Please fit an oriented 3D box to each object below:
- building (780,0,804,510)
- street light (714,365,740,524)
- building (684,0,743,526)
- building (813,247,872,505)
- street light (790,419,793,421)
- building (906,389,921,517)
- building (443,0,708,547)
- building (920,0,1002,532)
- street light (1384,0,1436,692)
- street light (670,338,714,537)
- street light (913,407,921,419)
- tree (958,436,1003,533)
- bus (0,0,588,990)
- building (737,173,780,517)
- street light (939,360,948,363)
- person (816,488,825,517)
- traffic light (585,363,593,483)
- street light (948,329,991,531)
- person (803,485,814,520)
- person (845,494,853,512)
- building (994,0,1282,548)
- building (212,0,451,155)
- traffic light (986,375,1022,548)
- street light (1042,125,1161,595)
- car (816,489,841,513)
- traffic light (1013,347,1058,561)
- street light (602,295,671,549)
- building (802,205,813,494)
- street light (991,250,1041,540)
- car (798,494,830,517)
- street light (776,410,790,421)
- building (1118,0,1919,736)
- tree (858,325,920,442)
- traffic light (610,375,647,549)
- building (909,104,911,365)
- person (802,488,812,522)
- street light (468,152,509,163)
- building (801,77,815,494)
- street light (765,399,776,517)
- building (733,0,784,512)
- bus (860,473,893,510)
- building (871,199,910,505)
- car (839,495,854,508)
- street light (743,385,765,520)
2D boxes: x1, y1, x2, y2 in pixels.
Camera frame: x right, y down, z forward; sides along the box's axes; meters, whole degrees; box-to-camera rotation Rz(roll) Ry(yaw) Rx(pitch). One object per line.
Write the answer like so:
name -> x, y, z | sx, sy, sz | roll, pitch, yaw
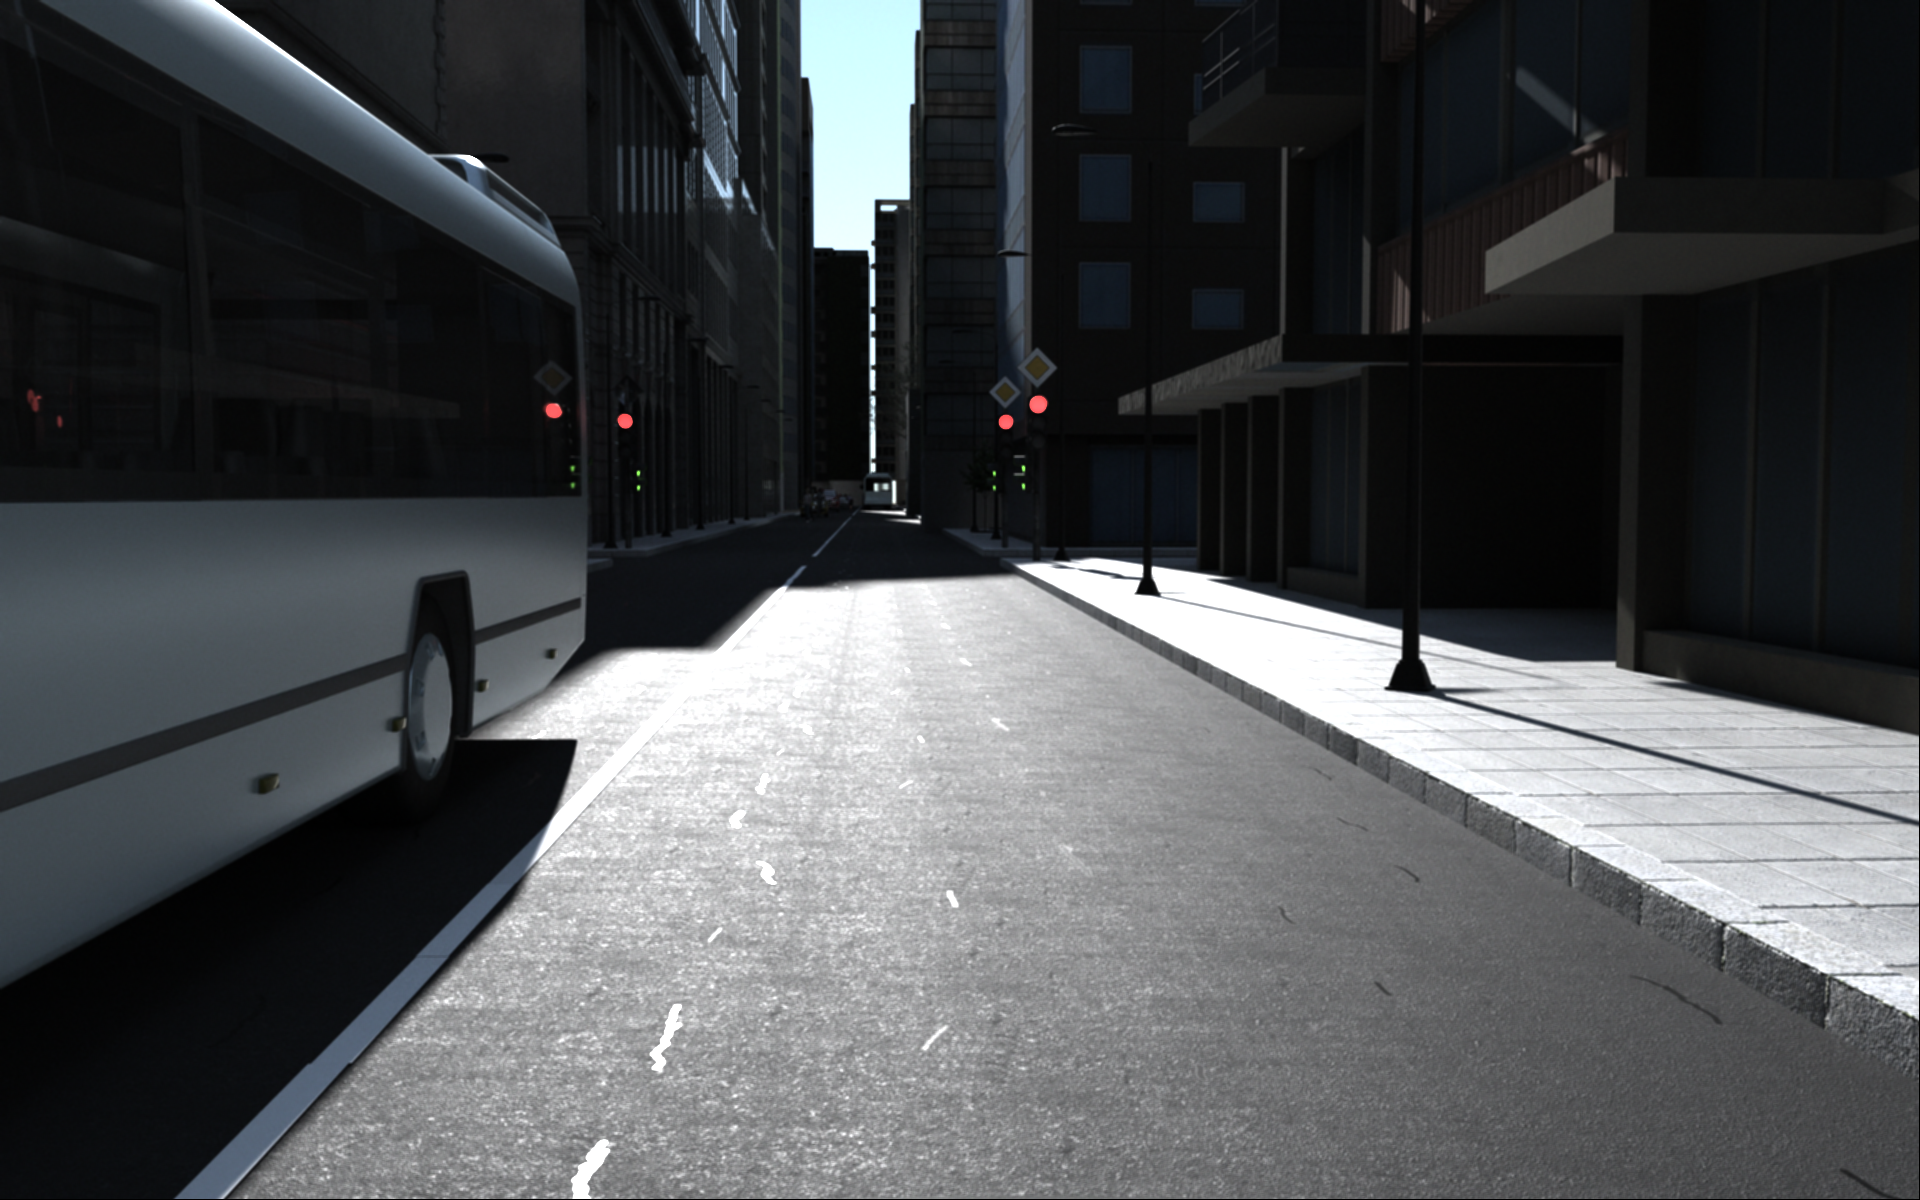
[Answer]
building -> -24.181, -36.781, 143.373 | 21.231, 58.520, 28.212 | 0, 4, -3
street light -> -8.830, -5.494, 62.367 | 1.470, 5.913, 1.316 | 0, 4, -3
building -> -16.672, -18.437, 78.930 | 11.434, 29.767, 29.804 | 0, 4, -3
building -> -17.594, -26.551, 205.805 | 14.107, 30.474, 14.160 | 0, 4, -3
street light -> -11.010, -8.221, 106.954 | 1.470, 5.913, 1.316 | 0, 4, -3
building -> 8.261, -48.122, 99.472 | 22.319, 86.520, 31.000 | 0, 4, -3
building -> -15.357, -12.860, 52.058 | 13.314, 21.916, 24.055 | 0, 4, -3
building -> 5.348, -23.645, 70.184 | 14.154, 41.232, 14.086 | 0, 4, -3
street light -> 2.421, -2.364, 11.197 | 1.470, 5.913, 1.316 | 0, 4, -3
street light -> -8.227, -4.834, 51.583 | 1.470, 5.913, 1.316 | 0, 4, -3
street light -> -1.634, -7.326, 92.316 | 1.470, 5.913, 1.316 | 0, 4, -3
tree -> 0.717, -3.851, 57.566 | 1.663, 3.219, 1.824 | 0, 3, 0
bus -> -3.420, -0.577, 4.302 | 2.948, 3.499, 13.247 | 0, 4, -2
building -> -16.398, -15.156, 102.550 | 10.420, 20.320, 16.860 | 0, 4, -3
street light -> -0.036, -5.346, 59.952 | 1.470, 5.913, 1.316 | 0, 4, -3
person -> -8.540, -5.960, 106.123 | 0.466, 1.800, 0.511 | 1, 4, 10
traffic light -> -7.397, -2.680, 32.742 | 0.839, 4.253, 0.868 | 0, 4, -3
street light -> 0.484, -4.663, 48.774 | 1.470, 5.913, 1.316 | 0, 4, -3
person -> -8.240, -5.288, 94.315 | 0.648, 1.900, 0.474 | 2, 4, 35
person -> -8.749, -7.625, 136.398 | 0.697, 1.427, 0.421 | 0, 4, -2
building -> 8.427, -24.271, 46.942 | 14.200, 45.320, 14.600 | 0, 4, -3
building -> -18.541, -12.092, 26.583 | 19.941, 23.489, 11.050 | 0, 4, -3
traffic light -> 1.052, -3.196, 41.176 | 0.839, 4.253, 0.868 | 0, 4, -3
street light -> 1.858, -3.024, 21.984 | 1.470, 5.913, 1.316 | 0, 4, -3
car -> -10.490, -7.804, 136.265 | 2.281, 1.827, 5.304 | 0, 4, -4
traffic light -> 1.453, -2.708, 33.201 | 0.839, 4.253, 0.868 | 0, 4, -3
street light -> -7.686, -4.163, 40.613 | 1.470, 5.913, 1.316 | 0, 4, -3
building -> -21.790, -24.118, 166.031 | 14.160, 30.474, 14.107 | 0, 4, -3
street light -> 1.418, -3.709, 33.186 | 1.470, 5.913, 1.316 | 0, 4, -3
car -> -9.113, -6.012, 108.512 | 2.015, 1.641, 3.980 | 0, 4, -3
street light -> -10.355, -7.542, 95.846 | 1.470, 5.913, 1.316 | 0, 4, -3
building -> 14.251, -22.102, 15.995 | 22.147, 44.769, 28.867 | 0, 4, -3
tree -> -2.149, -12.961, 122.278 | 12.009, 13.543, 11.850 | 0, 3, 0
traffic light -> -7.798, -3.168, 40.717 | 0.839, 4.253, 0.868 | 0, 4, -3
building -> 2.877, -28.959, 157.077 | 14.154, 41.232, 14.086 | 0, 4, -3
person -> -7.691, -4.791, 87.500 | 0.731, 1.740, 0.598 | 2, 4, 34
street light -> -6.832, -3.128, 23.691 | 1.470, 5.913, 1.316 | 0, 4, -3
building -> -22.752, -32.600, 183.122 | 14.200, 45.320, 14.600 | 0, 4, -3
street light -> -9.918, -6.869, 84.853 | 1.470, 5.913, 1.316 | 0, 4, -3
building -> -19.933, -26.812, 121.971 | 14.154, 41.232, 14.086 | 0, 4, -3
bus -> -7.738, -10.148, 160.786 | 2.948, 3.499, 13.247 | 0, 4, -4
building -> 0.960, -32.047, 215.843 | 23.993, 40.220, 32.217 | 0, 4, -3
car -> -12.040, -10.241, 179.801 | 2.083, 1.381, 4.827 | 0, 4, -3
street light -> -9.240, -6.210, 74.072 | 1.470, 5.913, 1.316 | 0, 4, -3
